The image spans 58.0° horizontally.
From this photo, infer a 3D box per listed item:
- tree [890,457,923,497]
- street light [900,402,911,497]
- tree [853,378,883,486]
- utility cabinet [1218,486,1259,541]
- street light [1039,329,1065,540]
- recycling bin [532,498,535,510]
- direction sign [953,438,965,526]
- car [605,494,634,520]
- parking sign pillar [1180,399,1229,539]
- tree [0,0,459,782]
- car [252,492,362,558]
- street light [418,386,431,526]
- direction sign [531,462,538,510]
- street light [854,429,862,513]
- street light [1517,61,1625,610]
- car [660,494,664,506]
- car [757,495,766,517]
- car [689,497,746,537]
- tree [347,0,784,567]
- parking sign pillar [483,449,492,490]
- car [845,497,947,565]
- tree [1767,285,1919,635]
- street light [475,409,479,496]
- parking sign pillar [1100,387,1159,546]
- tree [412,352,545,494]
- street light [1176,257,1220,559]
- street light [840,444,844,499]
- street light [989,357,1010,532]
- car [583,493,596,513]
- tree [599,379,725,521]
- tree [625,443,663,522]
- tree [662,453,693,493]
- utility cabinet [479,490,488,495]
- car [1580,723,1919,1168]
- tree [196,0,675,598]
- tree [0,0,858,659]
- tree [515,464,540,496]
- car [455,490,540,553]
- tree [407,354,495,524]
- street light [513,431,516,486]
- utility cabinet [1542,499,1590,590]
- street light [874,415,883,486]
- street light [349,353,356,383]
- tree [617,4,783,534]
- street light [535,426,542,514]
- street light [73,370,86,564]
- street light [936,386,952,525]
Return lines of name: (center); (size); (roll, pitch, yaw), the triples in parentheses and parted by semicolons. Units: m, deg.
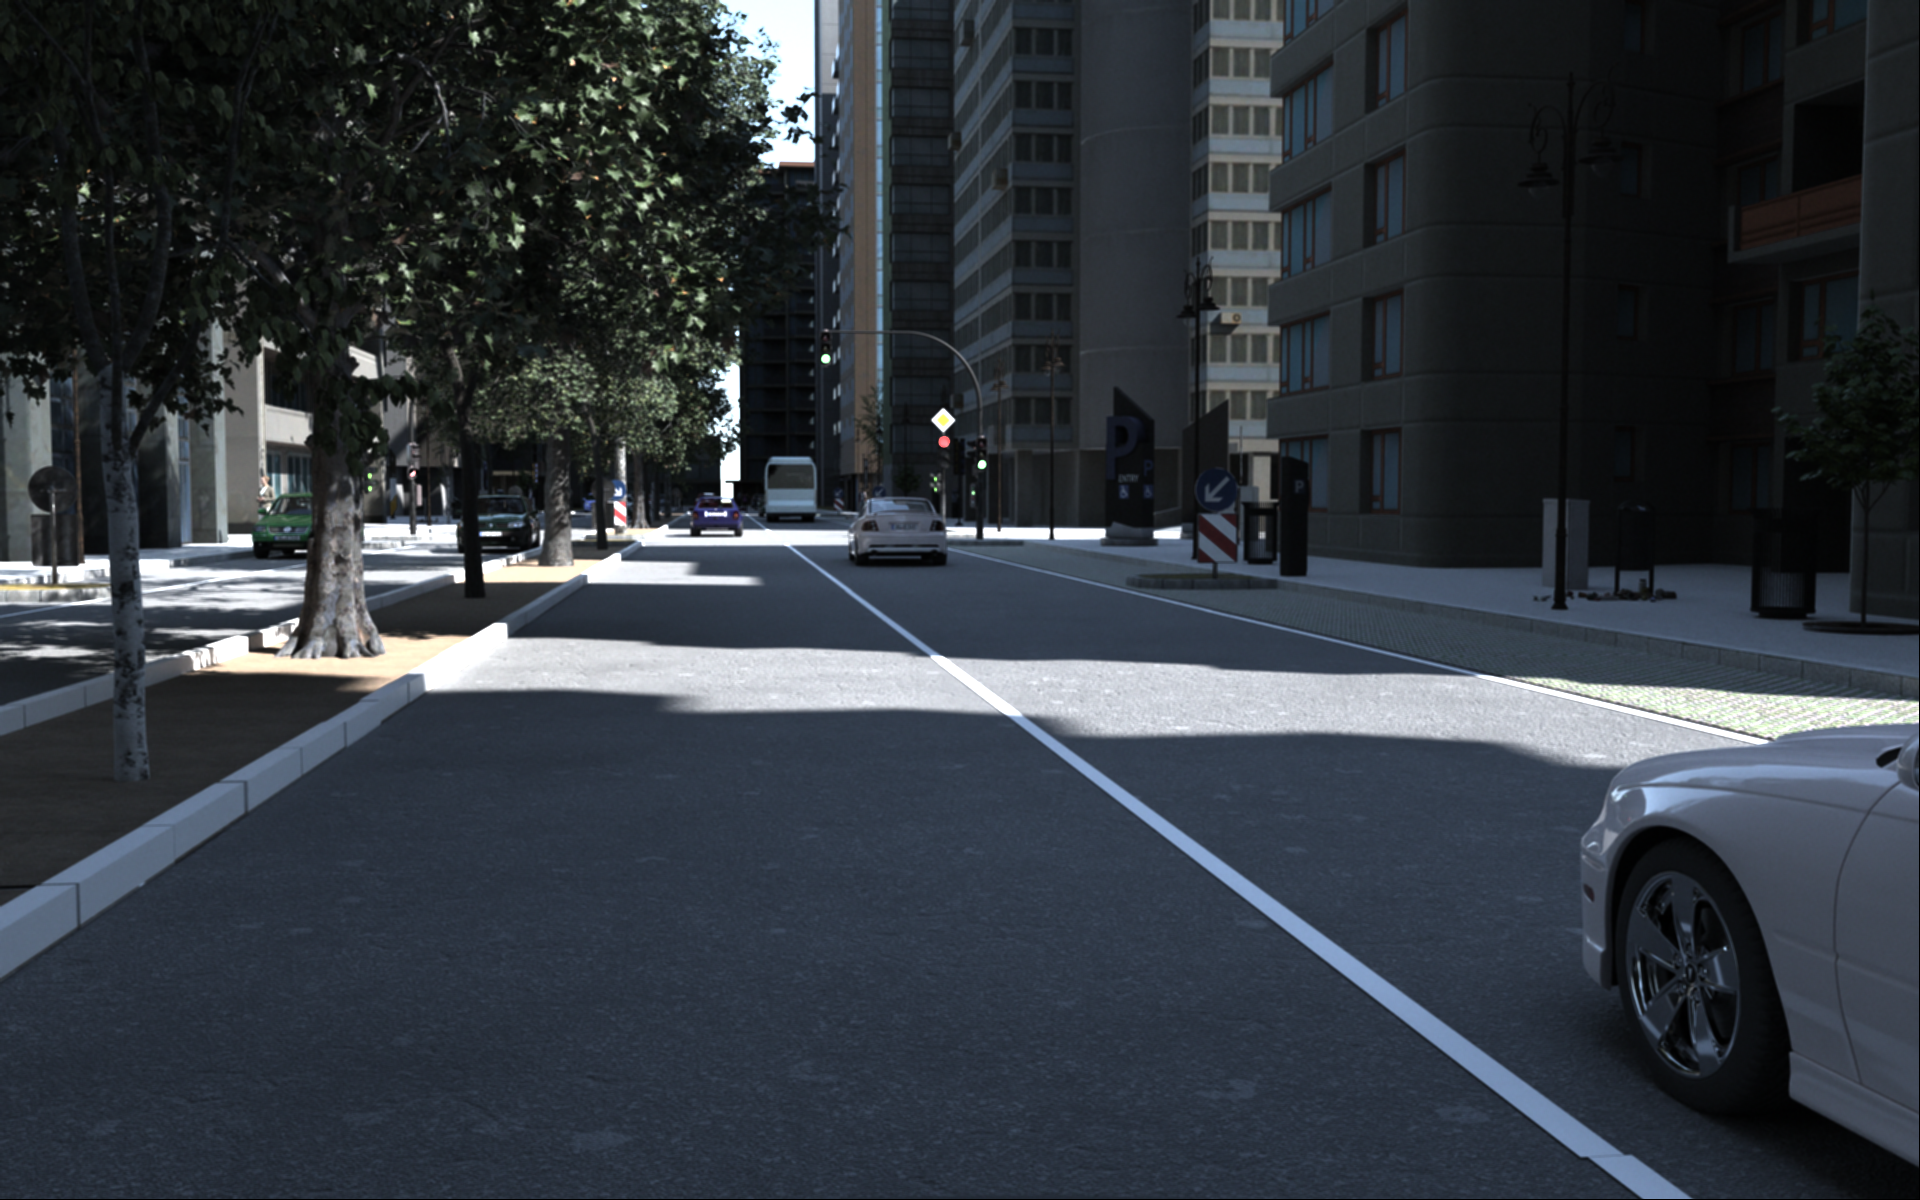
tree: (-2.669, -5.875, 90.661); (1.663, 3.219, 1.824); (0, 3, 0)
street light: (-2.727, -6.975, 86.835); (0.468, 5.910, 1.993); (0, 4, -8)
tree: (-4.739, -9.831, 111.098); (4.737, 8.622, 4.395); (0, 3, 0)
utility cabinet: (7.571, -2.360, 47.259); (1.173, 1.500, 0.318); (3, 5, 42)
street light: (2.583, -4.636, 48.590); (0.468, 5.910, 1.993); (0, 4, -8)
recycling bin: (-30.248, -6.643, 121.159); (0.722, 1.027, 0.722); (1, 4, 20)
direction sign: (-0.032, -4.795, 70.398); (0.379, 3.537, 0.876); (2, 4, 30)
car: (-19.418, -5.330, 98.946); (2.131, 1.459, 4.920); (0, 4, -7)
parking sign pillar: (7.006, -3.725, 49.374); (1.447, 3.967, 1.447); (1, 4, 15)
tree: (-4.063, -3.385, 8.159); (4.737, 8.622, 4.395); (0, 3, 0)
car: (-15.050, -1.911, 40.044); (1.959, 1.807, 4.718); (-1, 4, -9)
street light: (-21.268, -5.899, 69.233); (0.468, 5.910, 1.993); (0, 4, -8)
direction sign: (-30.585, -8.108, 124.562); (0.379, 3.537, 0.876); (1, 4, 12)
street light: (-6.822, -8.764, 116.074); (0.468, 5.910, 1.993); (0, 4, -8)
street light: (6.680, -2.833, 19.114); (0.468, 5.910, 1.993); (0, 4, -8)
car: (-31.528, -10.383, 181.768); (2.014, 1.417, 4.499); (-1, 4, -9)
car: (-11.805, -5.995, 109.810); (2.131, 1.459, 4.920); (-1, 4, -8)
car: (-8.308, -2.855, 59.253); (1.945, 1.354, 3.894); (0, 4, -6)
tree: (-7.995, -7.632, 33.889); (9.857, 13.997, 8.962); (0, 3, 0)
parking sign pillar: (-28.171, -7.028, 103.374); (1.447, 3.967, 1.447); (-1, 4, -19)
car: (-1.340, -1.460, 36.233); (2.083, 1.381, 4.827); (0, 4, -6)
tree: (8.342, -1.317, 16.140); (1.663, 3.219, 1.824); (0, 3, 0)
street light: (-23.278, -6.777, 83.587); (0.468, 5.910, 1.993); (0, 4, -8)
parking sign pillar: (4.211, -3.333, 42.971); (1.447, 3.967, 1.447); (-3, 5, -39)
tree: (-24.423, -10.010, 89.418); (9.928, 11.665, 9.643); (0, 3, 0)
street light: (4.637, -3.737, 33.891); (0.468, 5.910, 1.993); (0, 4, -8)
street light: (-8.799, -9.634, 130.302); (0.468, 5.910, 1.993); (0, 4, -8)
street light: (1.322, -5.236, 58.391); (0.468, 5.910, 1.993); (0, 4, -8)
car: (-28.145, -7.599, 133.831); (1.945, 1.707, 3.694); (-1, 4, -10)
tree: (-16.526, -10.572, 93.431); (7.486, 12.596, 7.792); (0, 3, 0)
tree: (-15.622, -8.244, 87.607); (4.360, 8.622, 3.978); (0, 3, 0)
tree: (-19.539, -9.986, 116.095); (4.737, 8.622, 4.395); (0, 3, 0)
utility cabinet: (-26.120, -5.227, 94.136); (0.318, 1.500, 1.173); (3, 5, 42)
car: (2.803, 0.589, 2.730); (2.083, 1.381, 4.827); (-1, 4, -8)
tree: (-6.693, -5.319, 23.838); (8.767, 10.594, 7.601); (0, 4, -8)
tree: (-5.568, -5.853, 15.156); (9.611, 12.733, 9.660); (0, 3, 0)
tree: (-27.835, -7.072, 110.233); (1.663, 3.219, 1.824); (0, 3, 0)
car: (-11.526, -2.054, 43.367); (2.009, 1.686, 4.222); (-1, 4, -9)
tree: (-21.939, -7.605, 74.704); (4.360, 8.622, 3.978); (0, 3, 0)
street light: (-25.407, -7.691, 98.541); (0.468, 5.910, 1.993); (0, 4, -8)
utility cabinet: (8.257, -0.761, 23.606); (0.306, 1.237, 1.020); (0, 3, 0)
street light: (-4.740, -7.845, 101.058); (0.468, 5.910, 1.993); (0, 4, -8)
street light: (-19.250, -4.986, 54.302); (0.468, 5.910, 1.993); (0, 4, -8)
tree: (-12.962, -12.305, 59.536); (12.611, 20.169, 13.585); (0, 3, 0)
street light: (-27.354, -8.562, 112.773); (0.468, 5.910, 1.993); (0, 4, -8)
street light: (-16.142, -3.598, 31.622); (0.468, 5.910, 1.993); (0, 4, -8)
street light: (-0.668, -6.106, 72.618); (0.468, 5.910, 1.993); (0, 4, -8)
